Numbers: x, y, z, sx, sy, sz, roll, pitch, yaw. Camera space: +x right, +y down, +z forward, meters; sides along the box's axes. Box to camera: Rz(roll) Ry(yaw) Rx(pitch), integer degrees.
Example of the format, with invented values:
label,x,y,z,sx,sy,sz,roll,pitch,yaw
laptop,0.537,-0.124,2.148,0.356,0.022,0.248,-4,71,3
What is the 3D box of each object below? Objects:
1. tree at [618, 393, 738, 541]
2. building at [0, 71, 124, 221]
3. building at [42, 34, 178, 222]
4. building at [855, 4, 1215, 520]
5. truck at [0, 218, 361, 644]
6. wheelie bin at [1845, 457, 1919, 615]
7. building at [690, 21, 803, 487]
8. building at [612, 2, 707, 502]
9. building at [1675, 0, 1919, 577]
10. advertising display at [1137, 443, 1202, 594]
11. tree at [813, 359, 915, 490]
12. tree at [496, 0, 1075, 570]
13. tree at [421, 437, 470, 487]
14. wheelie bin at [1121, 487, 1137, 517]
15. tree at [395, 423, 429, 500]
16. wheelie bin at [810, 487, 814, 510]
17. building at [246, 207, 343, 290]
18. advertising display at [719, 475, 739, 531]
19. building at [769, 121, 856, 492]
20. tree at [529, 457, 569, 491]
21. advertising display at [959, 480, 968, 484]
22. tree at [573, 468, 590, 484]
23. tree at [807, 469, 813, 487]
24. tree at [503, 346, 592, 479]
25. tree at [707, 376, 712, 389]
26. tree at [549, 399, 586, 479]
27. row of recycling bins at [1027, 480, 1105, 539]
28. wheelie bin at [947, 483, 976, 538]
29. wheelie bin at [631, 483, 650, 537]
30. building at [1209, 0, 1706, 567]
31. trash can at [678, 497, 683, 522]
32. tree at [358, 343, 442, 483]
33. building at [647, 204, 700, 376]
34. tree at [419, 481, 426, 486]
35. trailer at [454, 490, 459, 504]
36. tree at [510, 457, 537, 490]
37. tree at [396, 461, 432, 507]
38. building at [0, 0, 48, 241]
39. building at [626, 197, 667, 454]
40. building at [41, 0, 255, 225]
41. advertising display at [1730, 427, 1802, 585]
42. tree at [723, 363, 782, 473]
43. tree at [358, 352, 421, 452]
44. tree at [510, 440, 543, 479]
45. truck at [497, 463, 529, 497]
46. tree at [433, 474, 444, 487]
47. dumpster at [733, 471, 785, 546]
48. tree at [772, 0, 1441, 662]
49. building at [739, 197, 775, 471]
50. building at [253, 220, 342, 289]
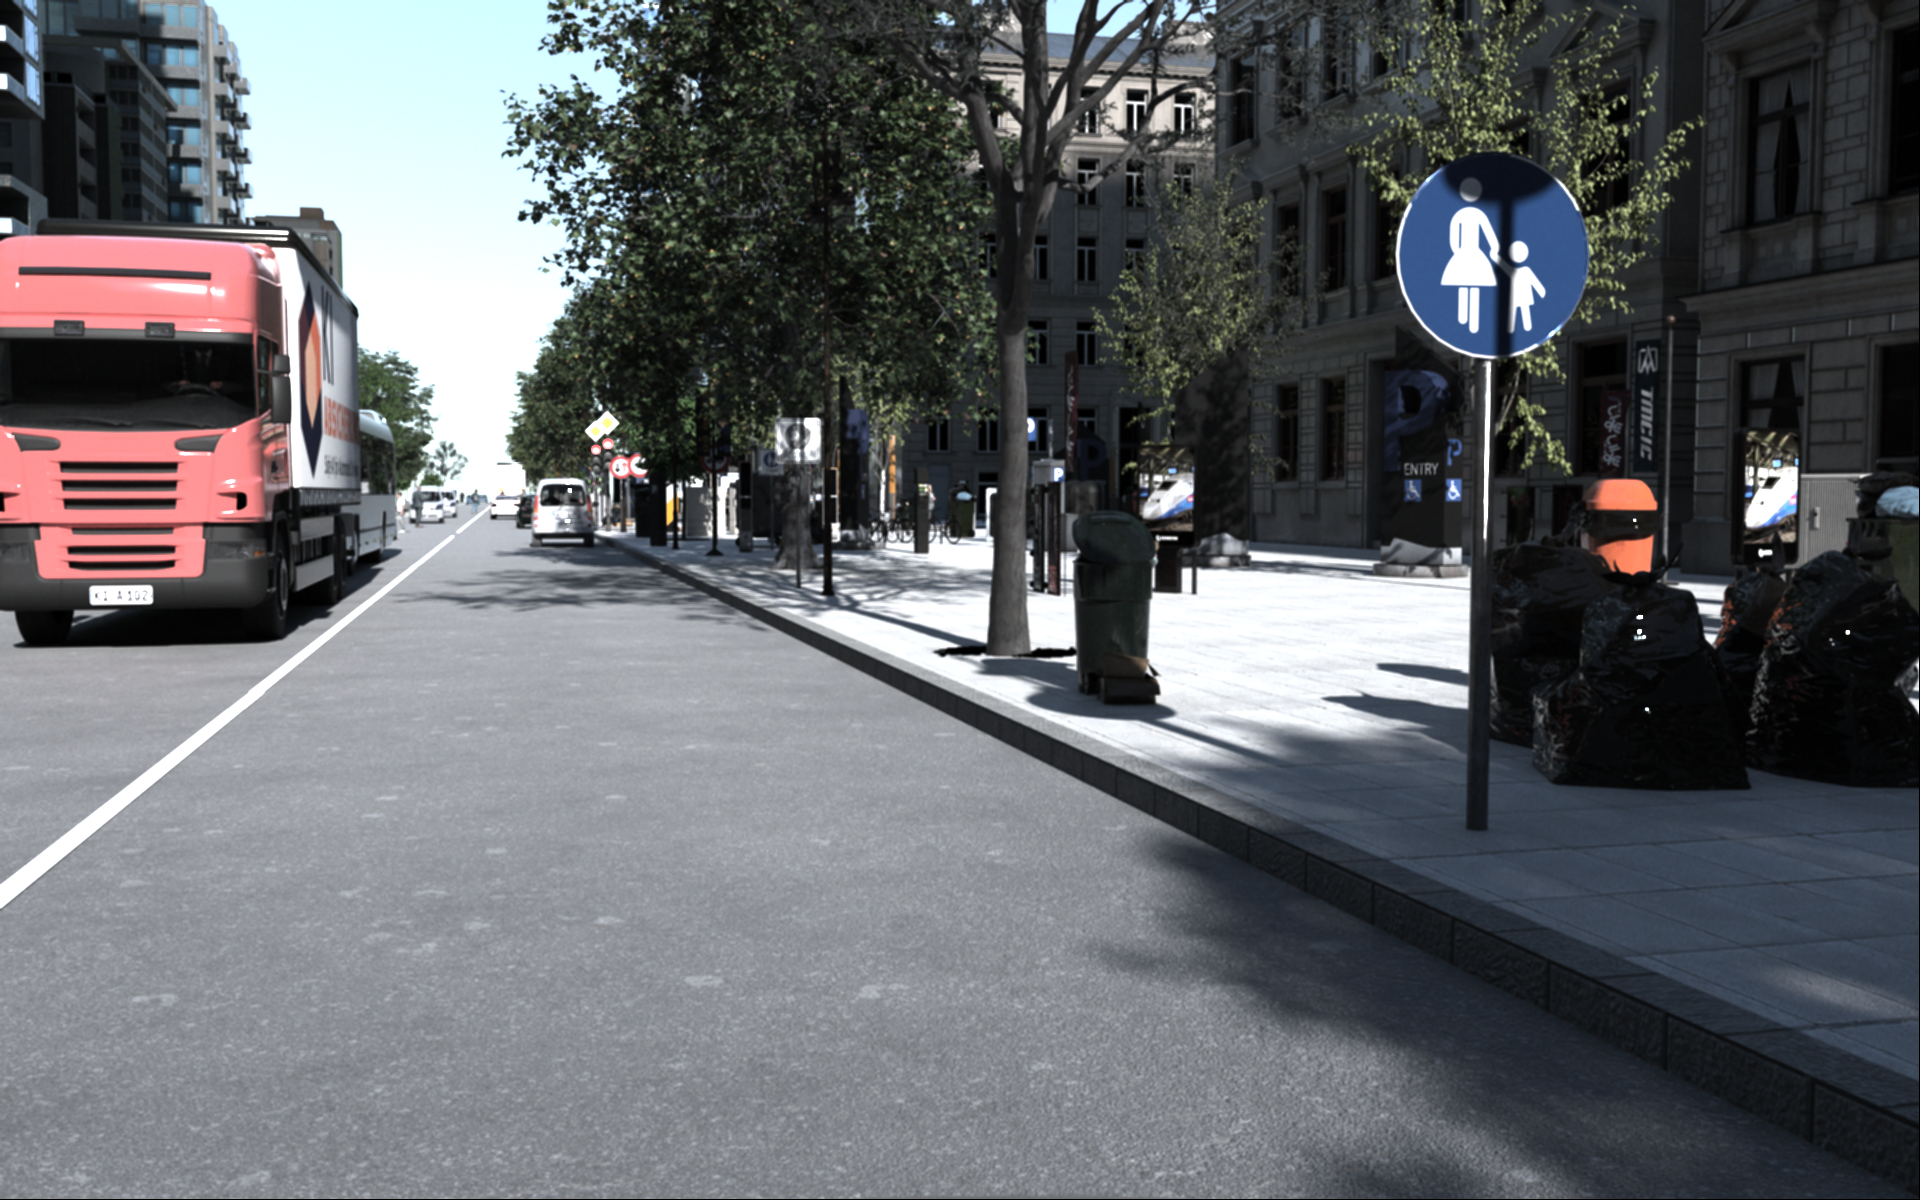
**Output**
label,x,y,z,sx,sy,sz,roll,pitch,yaw
tree,-7.773,-3.940,48.126,4.285,4.588,4.351,0,3,0
building,-65.719,-21.168,117.792,14.160,30.474,14.107,-1,4,-15
building,-78.195,-27.397,139.818,32.217,40.220,23.993,-1,4,-15
building,7.415,-18.037,92.173,25.104,27.353,12.463,-1,4,-15
truck,-8.713,-1.909,20.121,2.839,4.237,11.283,-1,4,-15
wheelie bin,8.064,-0.425,14.863,0.693,1.594,0.980,0,4,-4
building,-14.990,-44.410,164.363,20.563,71.187,20.611,-1,4,-15
building,-45.083,-59.373,283.418,22.319,86.520,31.000,-1,4,-15
building,18.484,-9.492,19.820,10.561,19.102,19.286,-1,4,-15
advertising display,2.703,-1.053,22.425,0.974,1.923,0.123,3,5,45
tree,-3.459,-7.426,71.780,4.360,8.622,3.978,0,3,0
tree,-2.876,-6.878,29.457,9.611,12.733,9.660,0,3,0
tree,-84.668,-21.334,283.217,8.767,10.594,7.601,-2,4,-30
wheelie bin,7.814,-4.371,79.378,0.693,1.594,0.980,2,4,29
tree,-58.437,-14.083,180.613,4.737,8.622,4.395,0,3,0
wheelie bin,-6.431,-4.164,75.996,0.693,1.594,0.980,-1,4,-9
building,-104.739,-38.068,272.524,14.600,45.320,14.200,-1,4,-15
advertising display,-7.812,-3.323,59.541,0.974,1.923,0.123,-2,4,-29
building,-4.319,-19.951,112.105,13.634,28.700,20.117,-1,4,-15
tree,-58.679,-17.947,243.789,4.737,8.622,4.395,0,3,0
advertising display,0.156,-4.442,77.843,0.123,1.923,0.974,-1,4,-19
tree,-25.373,-7.454,116.480,1.663,3.219,1.824,0,3,0
tree,-6.517,-8.233,84.971,4.360,8.622,3.978,0,3,0
tree,-31.020,-13.125,132.728,7.486,12.596,7.792,0,3,0
tree,-13.681,-9.143,99.847,4.737,8.622,4.395,0,3,0
tree,-24.991,-9.833,111.132,4.360,8.622,3.978,0,3,0
row of recycling bins,3.020,-2.678,50.894,1.069,1.692,3.534,3,5,44
wheelie bin,0.041,-2.634,50.970,0.693,1.594,0.980,-3,4,-38
wheelie bin,-9.326,-2.670,51.555,0.980,1.594,0.693,0,4,-3
building,14.475,-12.478,40.168,11.583,22.565,21.152,-1,4,-15
trash can,-12.994,-4.213,80.531,0.748,1.137,0.748,0,3,0
tree,-49.308,-14.712,147.199,9.857,13.997,8.962,0,3,0
building,-39.405,-34.487,247.457,14.154,41.232,14.086,-1,4,-15
tree,-71.866,-14.469,231.174,1.663,3.219,1.824,0,3,0
trailer,-72.322,-14.690,247.227,1.471,1.999,3.904,-1,4,-16
tree,-69.525,-21.867,283.286,9.928,11.665,9.643,0,3,0
tree,-55.261,-11.404,170.169,4.285,4.588,4.351,0,3,0
building,-57.714,-47.102,82.788,22.319,86.520,31.000,-1,4,-15
building,-42.724,-37.367,261.057,14.600,45.320,14.200,-1,4,-15
building,-80.883,-33.476,166.935,23.786,49.044,30.456,-1,4,-15
advertising display,7.879,-0.717,16.935,0.974,1.923,0.123,-2,4,-33
tree,-8.494,-7.886,79.292,4.737,8.622,4.395,0,3,0
tree,-44.184,-12.395,128.419,9.928,11.665,9.643,0,3,0
tree,-49.660,-16.614,206.049,8.767,10.594,7.601,0,4,0
truck,-41.280,-10.446,159.697,2.839,4.237,11.283,-1,4,-13
tree,-74.962,-16.020,245.635,4.285,4.588,4.351,0,3,0
dumpster,-4.799,-2.229,42.206,1.264,1.857,1.865,-1,4,-15
tree,0.466,-6.296,13.302,12.009,13.543,11.850,0,3,0
building,-9.002,-21.164,133.416,14.401,28.519,23.554,-1,4,-15
building,-100.315,-35.206,259.213,14.154,41.232,14.086,-1,4,-15
